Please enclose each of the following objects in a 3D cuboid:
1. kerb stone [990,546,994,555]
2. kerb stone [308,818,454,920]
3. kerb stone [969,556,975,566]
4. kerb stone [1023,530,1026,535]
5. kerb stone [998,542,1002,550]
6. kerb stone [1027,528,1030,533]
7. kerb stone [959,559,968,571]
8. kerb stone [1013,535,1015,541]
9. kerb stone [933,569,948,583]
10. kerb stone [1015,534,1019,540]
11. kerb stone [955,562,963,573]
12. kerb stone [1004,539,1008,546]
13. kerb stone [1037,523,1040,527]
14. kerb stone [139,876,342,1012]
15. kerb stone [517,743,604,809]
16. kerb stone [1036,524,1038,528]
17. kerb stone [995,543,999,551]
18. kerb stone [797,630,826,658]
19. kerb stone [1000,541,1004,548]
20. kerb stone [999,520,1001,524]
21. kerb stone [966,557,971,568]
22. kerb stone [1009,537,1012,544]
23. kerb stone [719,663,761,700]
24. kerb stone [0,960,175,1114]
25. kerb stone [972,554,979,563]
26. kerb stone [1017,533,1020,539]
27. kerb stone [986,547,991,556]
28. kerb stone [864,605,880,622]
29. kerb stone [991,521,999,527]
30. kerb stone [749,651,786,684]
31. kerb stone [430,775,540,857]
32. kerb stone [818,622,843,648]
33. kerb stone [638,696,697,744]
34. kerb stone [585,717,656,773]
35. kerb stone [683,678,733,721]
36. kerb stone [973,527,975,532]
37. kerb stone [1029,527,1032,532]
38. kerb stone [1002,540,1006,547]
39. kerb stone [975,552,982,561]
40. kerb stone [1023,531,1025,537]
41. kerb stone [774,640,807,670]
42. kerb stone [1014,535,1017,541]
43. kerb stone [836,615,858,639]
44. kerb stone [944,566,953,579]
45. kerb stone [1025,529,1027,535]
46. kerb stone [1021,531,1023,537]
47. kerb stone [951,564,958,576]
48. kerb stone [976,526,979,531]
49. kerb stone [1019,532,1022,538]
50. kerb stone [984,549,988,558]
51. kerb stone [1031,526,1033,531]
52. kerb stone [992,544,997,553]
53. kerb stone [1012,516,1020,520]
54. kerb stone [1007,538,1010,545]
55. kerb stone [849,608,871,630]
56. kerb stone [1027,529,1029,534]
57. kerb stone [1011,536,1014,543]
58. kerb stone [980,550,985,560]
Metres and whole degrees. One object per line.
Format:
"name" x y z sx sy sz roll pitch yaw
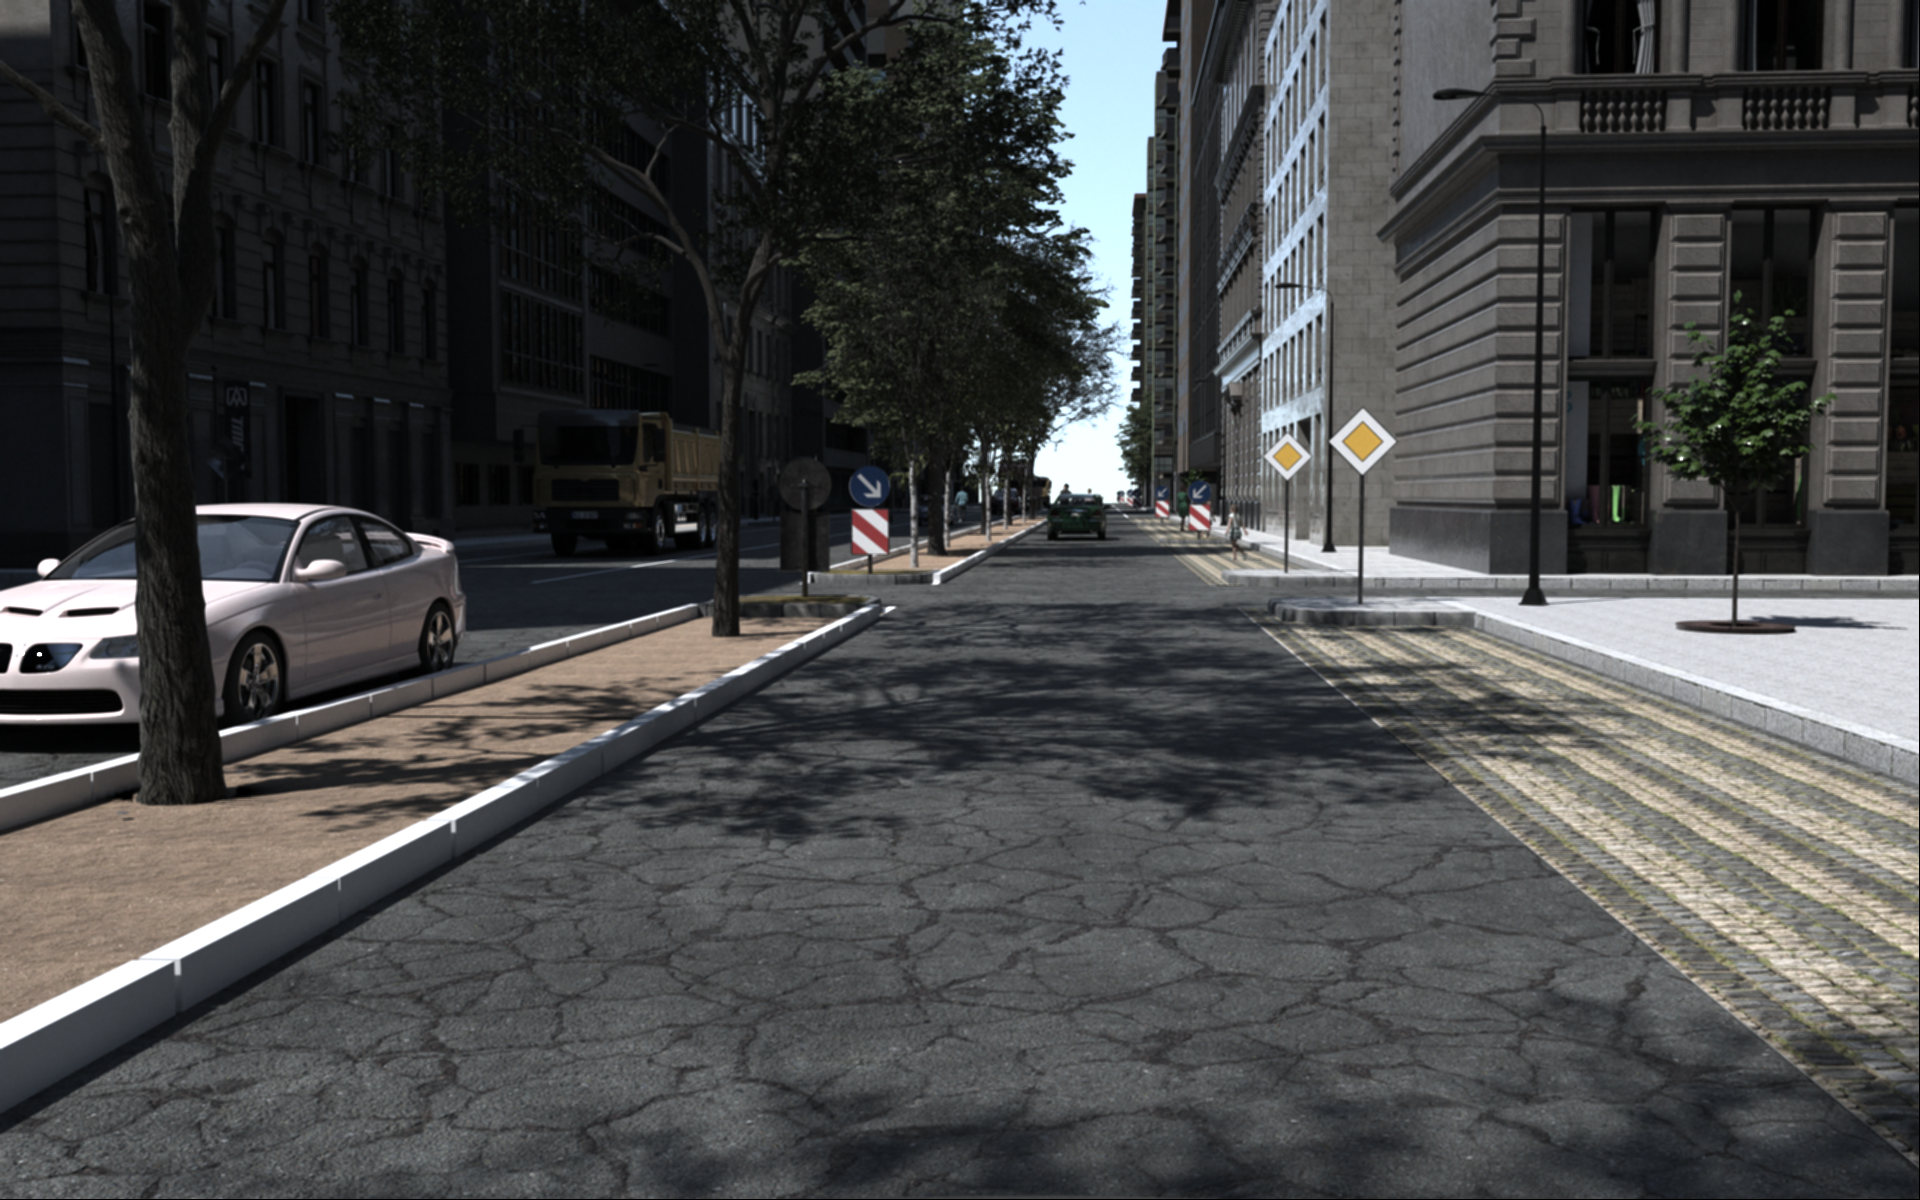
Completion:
"kerb stone" 0.650 -1.119 40.557 0.120 0.150 1.000 0 4 5
"kerb stone" -2.097 0.973 6.306 0.120 0.150 1.000 0 4 5
"kerb stone" 0.157 -0.739 34.417 0.120 0.150 1.000 0 4 5
"kerb stone" 2.036 -2.183 57.945 0.120 0.150 1.000 0 4 5
"kerb stone" 0.899 -1.310 43.618 0.120 0.150 1.000 0 4 5
"kerb stone" 2.284 -2.374 61.004 0.120 0.150 1.000 0 4 5
"kerb stone" -0.002 -0.622 32.368 0.120 0.150 1.000 0 4 5
"kerb stone" 1.465 -1.740 50.785 0.120 0.150 1.000 0 4 5
"kerb stone" -0.335 -0.372 28.281 0.120 0.150 1.000 0 4 5
"kerb stone" 1.630 -1.874 52.830 0.120 0.150 1.000 0 4 5
"kerb stone" -0.084 -0.556 31.350 0.120 0.150 1.000 0 4 5
"kerb stone" 1.136 -1.498 46.695 0.120 0.150 1.000 0 4 5
"kerb stone" 3.102 -2.995 71.228 0.120 0.150 1.000 0 4 5
"kerb stone" -2.172 1.034 5.287 0.120 0.150 1.000 0 4 5
"kerb stone" -1.930 0.847 8.346 0.120 0.150 1.000 0 4 5
"kerb stone" 2.931 -2.874 69.190 0.120 0.150 1.000 0 4 5
"kerb stone" 0.820 -1.244 42.599 0.120 0.150 1.000 0 4 5
"kerb stone" -1.360 0.410 15.493 0.120 0.150 1.000 0 4 5
"kerb stone" 0.975 -1.373 44.650 0.120 0.150 1.000 0 4 5
"kerb stone" 1.660 -3.507 79.540 0.120 0.150 1.000 0 4 5
"kerb stone" 0.075 -0.685 33.387 0.120 0.150 1.000 0 4 5
"kerb stone" 1.302 -1.623 48.739 0.120 0.150 1.000 0 4 5
"kerb stone" -1.600 0.597 12.427 0.120 0.150 1.000 0 4 5
"kerb stone" -2.257 1.097 4.268 0.120 0.150 1.000 0 4 5
"kerb stone" 0.234 -0.806 35.444 0.120 0.150 1.000 0 4 5
"kerb stone" 1.706 -1.934 53.852 0.120 0.150 1.000 0 4 5
"kerb stone" 0.561 -1.060 39.530 0.120 0.150 1.000 0 4 5
"kerb stone" -1.030 0.160 19.582 0.120 0.150 1.000 0 4 5
"kerb stone" 1.567 -3.445 78.513 0.120 0.150 1.000 0 4 5
"kerb stone" -1.524 0.535 13.447 0.120 0.150 1.000 0 4 5
"kerb stone" -2.006 0.909 7.327 0.120 0.150 1.000 0 4 5
"kerb stone" -1.273 0.348 16.511 0.120 0.150 1.000 0 4 5
"kerb stone" -1.767 0.722 10.385 0.120 0.150 1.000 0 4 5
"kerb stone" -1.845 0.785 9.366 0.120 0.150 1.000 0 4 5
"kerb stone" -1.680 0.662 11.408 0.120 0.150 1.000 0 4 5
"kerb stone" 0.346 -2.508 63.195 0.120 0.150 1.000 0 4 5
"kerb stone" 2.449 -2.495 63.058 0.120 0.150 1.000 0 4 5
"kerb stone" 1.055 -1.436 45.671 0.120 0.150 1.000 0 4 5
"kerb stone" 0.325 -0.873 36.473 0.120 0.150 1.000 0 4 5
"kerb stone" 1.956 -2.124 56.926 0.120 0.150 1.000 0 4 5
"kerb stone" -1.444 0.473 14.469 0.120 0.150 1.000 0 4 5
"kerb stone" 1.541 -1.804 51.804 0.120 0.150 1.000 0 4 5
"kerb stone" -1.184 0.286 17.541 0.120 0.150 1.000 0 4 5
"kerb stone" -0.256 -0.432 29.303 0.120 0.150 1.000 0 4 5
"kerb stone" 2.125 -2.249 58.963 0.120 0.150 1.000 0 4 5
"kerb stone" 1.873 -2.060 55.895 0.120 0.150 1.000 0 4 5
"kerb stone" -0.171 -0.497 30.328 0.120 0.150 1.000 0 4 5
"kerb stone" 0.513 -2.631 65.232 0.120 0.150 1.000 0 4 5
"kerb stone" 1.788 -1.999 54.877 0.120 0.150 1.000 0 4 5
"kerb stone" 0.477 -0.995 38.512 0.120 0.150 1.000 0 4 5
"kerb stone" 2.527 -2.562 64.079 0.120 0.150 1.000 0 4 5
"kerb stone" 0.727 -1.185 41.576 0.120 0.150 1.000 0 4 5
"kerb stone" 3.206 -4.695 98.951 0.120 0.150 1.000 0 4 5
"kerb stone" 1.218 -1.561 47.721 0.120 0.150 1.000 0 4 5
"kerb stone" -1.111 0.222 18.561 0.120 0.150 1.000 0 4 5
"kerb stone" 2.206 -2.311 59.982 0.120 0.150 1.000 0 4 5
"kerb stone" 1.384 -1.685 49.765 0.120 0.150 1.000 0 4 5
"kerb stone" 0.400 -0.935 37.492 0.120 0.150 1.000 0 4 5
